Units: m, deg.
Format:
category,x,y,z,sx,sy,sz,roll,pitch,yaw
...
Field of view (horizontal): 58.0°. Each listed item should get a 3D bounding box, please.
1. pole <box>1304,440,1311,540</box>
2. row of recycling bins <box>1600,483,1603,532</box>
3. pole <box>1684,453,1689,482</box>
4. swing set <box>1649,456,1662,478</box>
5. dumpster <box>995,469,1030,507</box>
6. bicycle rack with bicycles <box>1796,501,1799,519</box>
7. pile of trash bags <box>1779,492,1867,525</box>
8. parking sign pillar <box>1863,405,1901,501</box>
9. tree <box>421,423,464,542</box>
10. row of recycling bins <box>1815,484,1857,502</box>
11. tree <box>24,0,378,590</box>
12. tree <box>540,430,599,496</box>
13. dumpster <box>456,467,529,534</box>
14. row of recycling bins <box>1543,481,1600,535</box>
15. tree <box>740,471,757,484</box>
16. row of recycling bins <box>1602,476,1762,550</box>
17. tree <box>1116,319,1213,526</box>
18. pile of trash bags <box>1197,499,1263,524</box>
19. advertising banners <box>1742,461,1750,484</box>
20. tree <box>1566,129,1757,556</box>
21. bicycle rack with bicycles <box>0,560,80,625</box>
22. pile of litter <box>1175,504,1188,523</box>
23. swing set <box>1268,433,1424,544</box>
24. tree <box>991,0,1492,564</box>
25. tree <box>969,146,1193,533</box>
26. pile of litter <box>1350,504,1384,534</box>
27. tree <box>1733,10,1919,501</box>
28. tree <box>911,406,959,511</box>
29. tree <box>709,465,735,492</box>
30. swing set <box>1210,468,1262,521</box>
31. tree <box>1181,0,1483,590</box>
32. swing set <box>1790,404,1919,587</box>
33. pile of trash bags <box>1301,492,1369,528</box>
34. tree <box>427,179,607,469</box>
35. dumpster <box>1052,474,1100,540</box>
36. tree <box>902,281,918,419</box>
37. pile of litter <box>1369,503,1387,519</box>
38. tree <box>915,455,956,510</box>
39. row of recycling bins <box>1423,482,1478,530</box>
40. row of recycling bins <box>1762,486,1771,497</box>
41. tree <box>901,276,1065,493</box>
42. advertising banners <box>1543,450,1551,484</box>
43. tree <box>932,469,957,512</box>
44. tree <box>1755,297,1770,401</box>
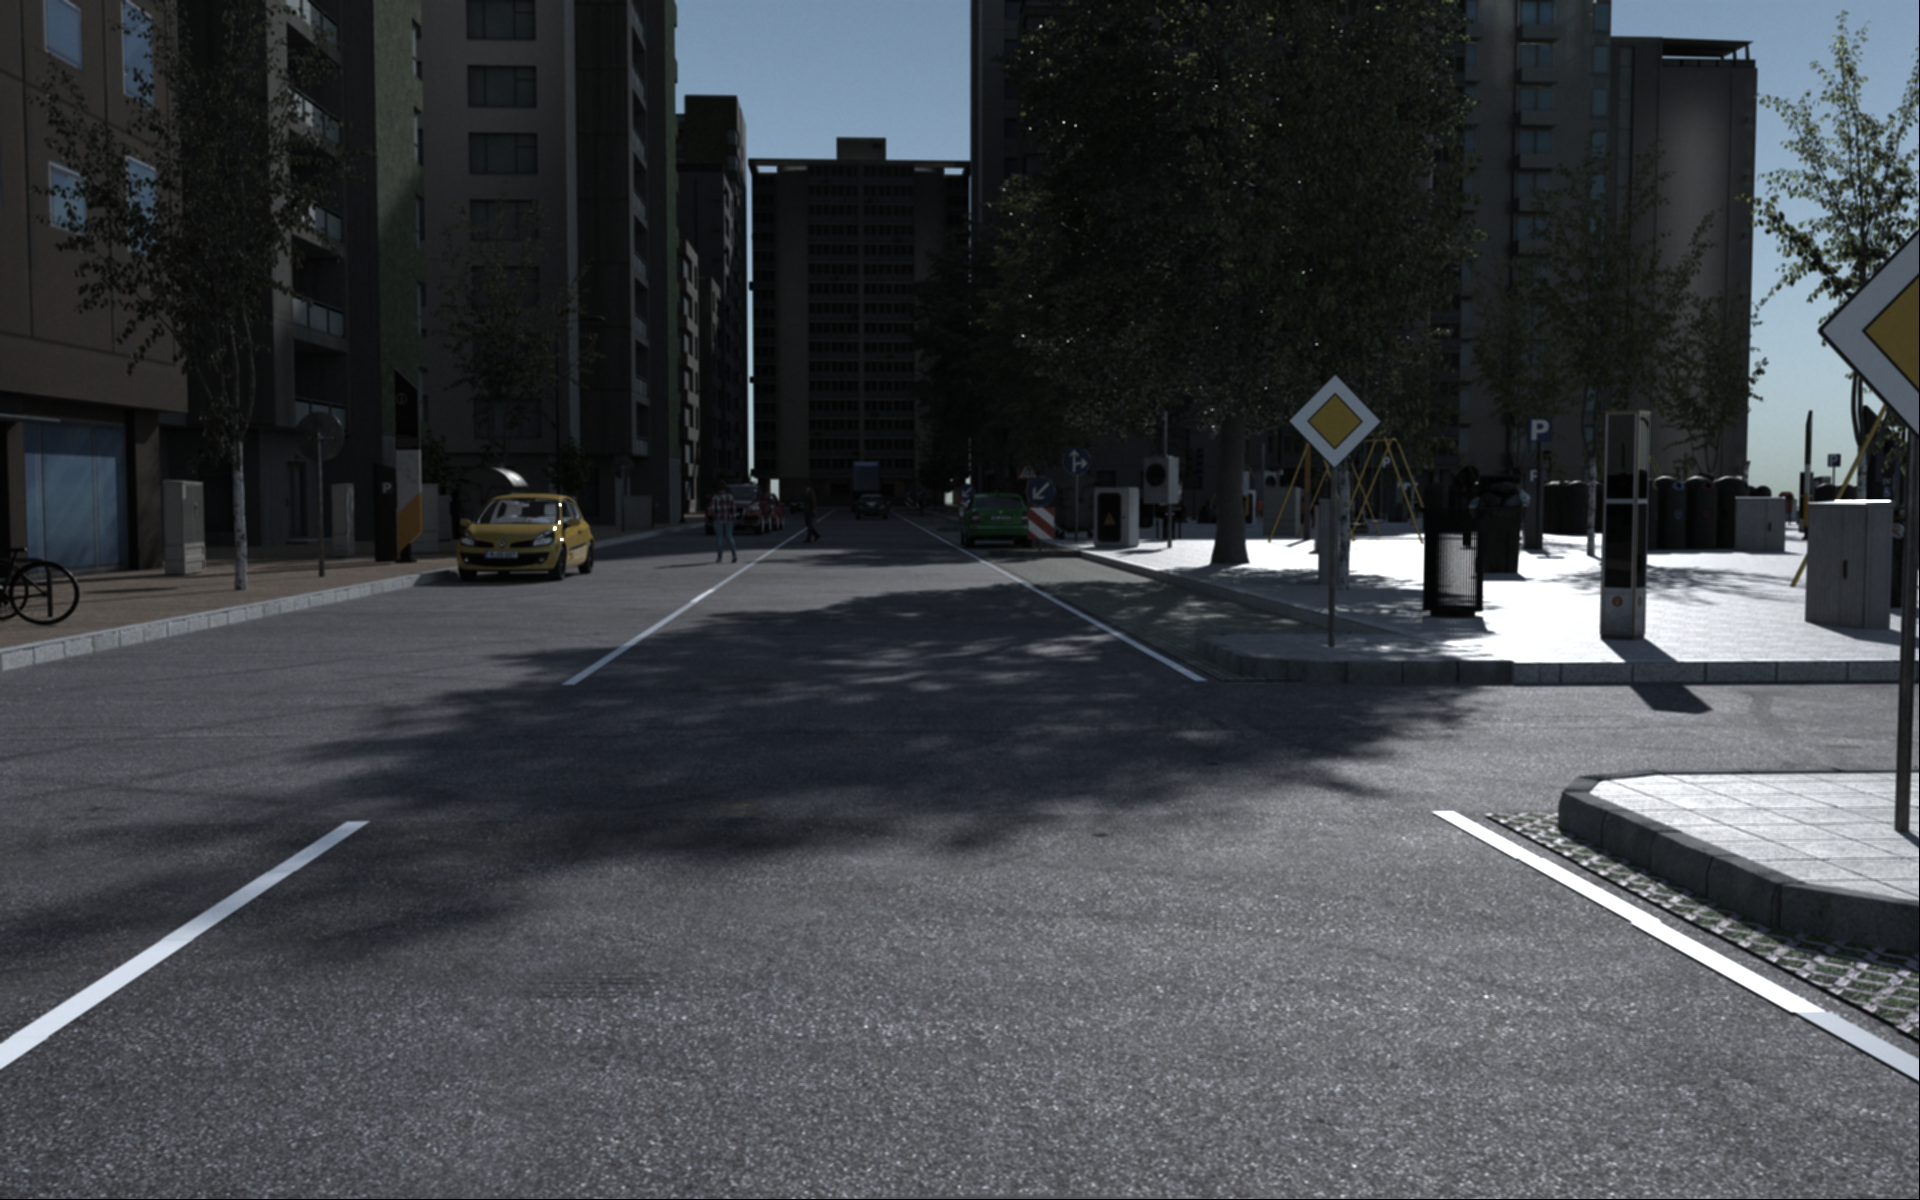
category,x,y,z,sx,sy,sz,roll,pitch,yaw
pole,9.710,-3.338,48.412,0.158,3.312,0.155,0,3,0
row of recycling bins,22.282,-3.113,58.004,1.069,1.692,3.534,-2,4,-24
pole,35.986,-5.629,85.883,0.158,3.312,0.155,0,3,0
swing set,28.181,-4.488,71.001,2.862,2.851,3.119,2,4,25
dumpster,2.156,-3.967,67.348,1.502,2.255,1.985,0,4,-3
bicycle rack with bicycles,43.889,-4.594,88.488,2.925,0.926,2.852,-1,4,-16
pile of trash bags,36.017,-3.861,72.887,3.447,1.369,1.912,-1,4,-11
parking sign pillar,28.148,-3.940,52.891,1.447,3.967,1.447,-2,4,-23
tree,-14.258,-3.203,46.974,1.663,3.219,1.824,0,3,0
row of recycling bins,35.586,-3.791,69.095,3.534,1.692,1.069,-2,4,-24
tree,-9.862,-4.436,22.885,4.360,8.622,3.978,0,3,0
tree,-11.814,-3.520,52.145,1.663,3.219,1.824,0,3,0
dumpster,-10.224,-1.964,37.872,1.264,1.857,1.865,0,4,-3
row of recycling bins,19.746,-3.027,56.610,1.069,1.692,3.534,0,4,4
tree,-17.542,-9.008,141.875,1.663,3.219,1.824,0,3,0
row of recycling bins,16.834,-2.035,40.384,3.534,1.692,1.069,-1,4,-21
tree,7.927,-7.253,68.947,4.360,8.622,3.978,0,3,0
pile of trash bags,12.084,-4.045,75.881,3.447,1.369,1.912,-3,5,-40
advertising banners,40.776,-5.810,91.189,2.074,3.025,0.090,-1,4,-20
tree,13.423,-5.233,35.924,4.737,8.622,4.395,0,3,0
bicycle rack with bicycles,-10.130,-0.221,16.993,2.925,0.926,2.852,0,4,-4
pile of litter,9.763,-3.926,78.161,1.176,0.858,1.719,1,4,19
swing set,10.139,-2.912,45.238,2.862,2.851,3.119,-2,4,-25
tree,5.118,-7.660,31.890,9.857,13.997,8.962,0,3,0
tree,3.970,-8.455,56.371,7.486,12.596,7.792,0,3,0
pile of litter,12.850,-2.611,56.659,1.719,0.858,1.176,0,4,2
tree,14.366,-4.682,26.908,4.360,8.622,3.978,0,3,0
tree,-1.539,-11.047,130.984,4.737,8.622,4.395,0,3,0
tree,-15.709,-7.277,113.583,1.663,3.219,1.824,0,3,0
swing set,12.827,-5.043,80.072,2.862,2.851,3.119,0,4,-2
tree,5.040,-4.426,22.735,4.737,8.622,4.395,0,3,0
swing set,12.770,-1.506,22.238,2.862,2.851,3.119,0,4,5
pile of trash bags,14.011,-3.463,66.364,1.912,1.369,3.447,-3,4,-38
tree,-10.893,-5.582,41.636,4.360,8.622,3.978,0,3,0
dumpster,3.332,-2.670,49.405,1.264,1.857,1.865,0,4,-3
tree,2.117,-10.540,78.992,9.857,13.997,8.962,0,3,0
pile of litter,21.023,-4.588,88.979,1.719,0.858,1.176,2,4,23
tree,-1.936,-9.431,137.906,4.285,4.588,4.351,0,3,0
row of recycling bins,18.064,-3.349,61.866,3.534,1.692,1.069,-2,4,-28
row of recycling bins,39.902,-4.980,88.532,1.069,1.692,3.534,-2,4,-25
tree,2.015,-11.036,90.815,12.009,13.543,11.850,0,3,0
advertising banners,23.811,-4.447,68.904,0.090,3.025,2.074,-1,4,-18
tree,-0.972,-7.989,125.218,1.663,3.219,1.824,0,3,0
tree,26.290,-6.751,60.742,4.737,8.622,4.395,0,3,0
